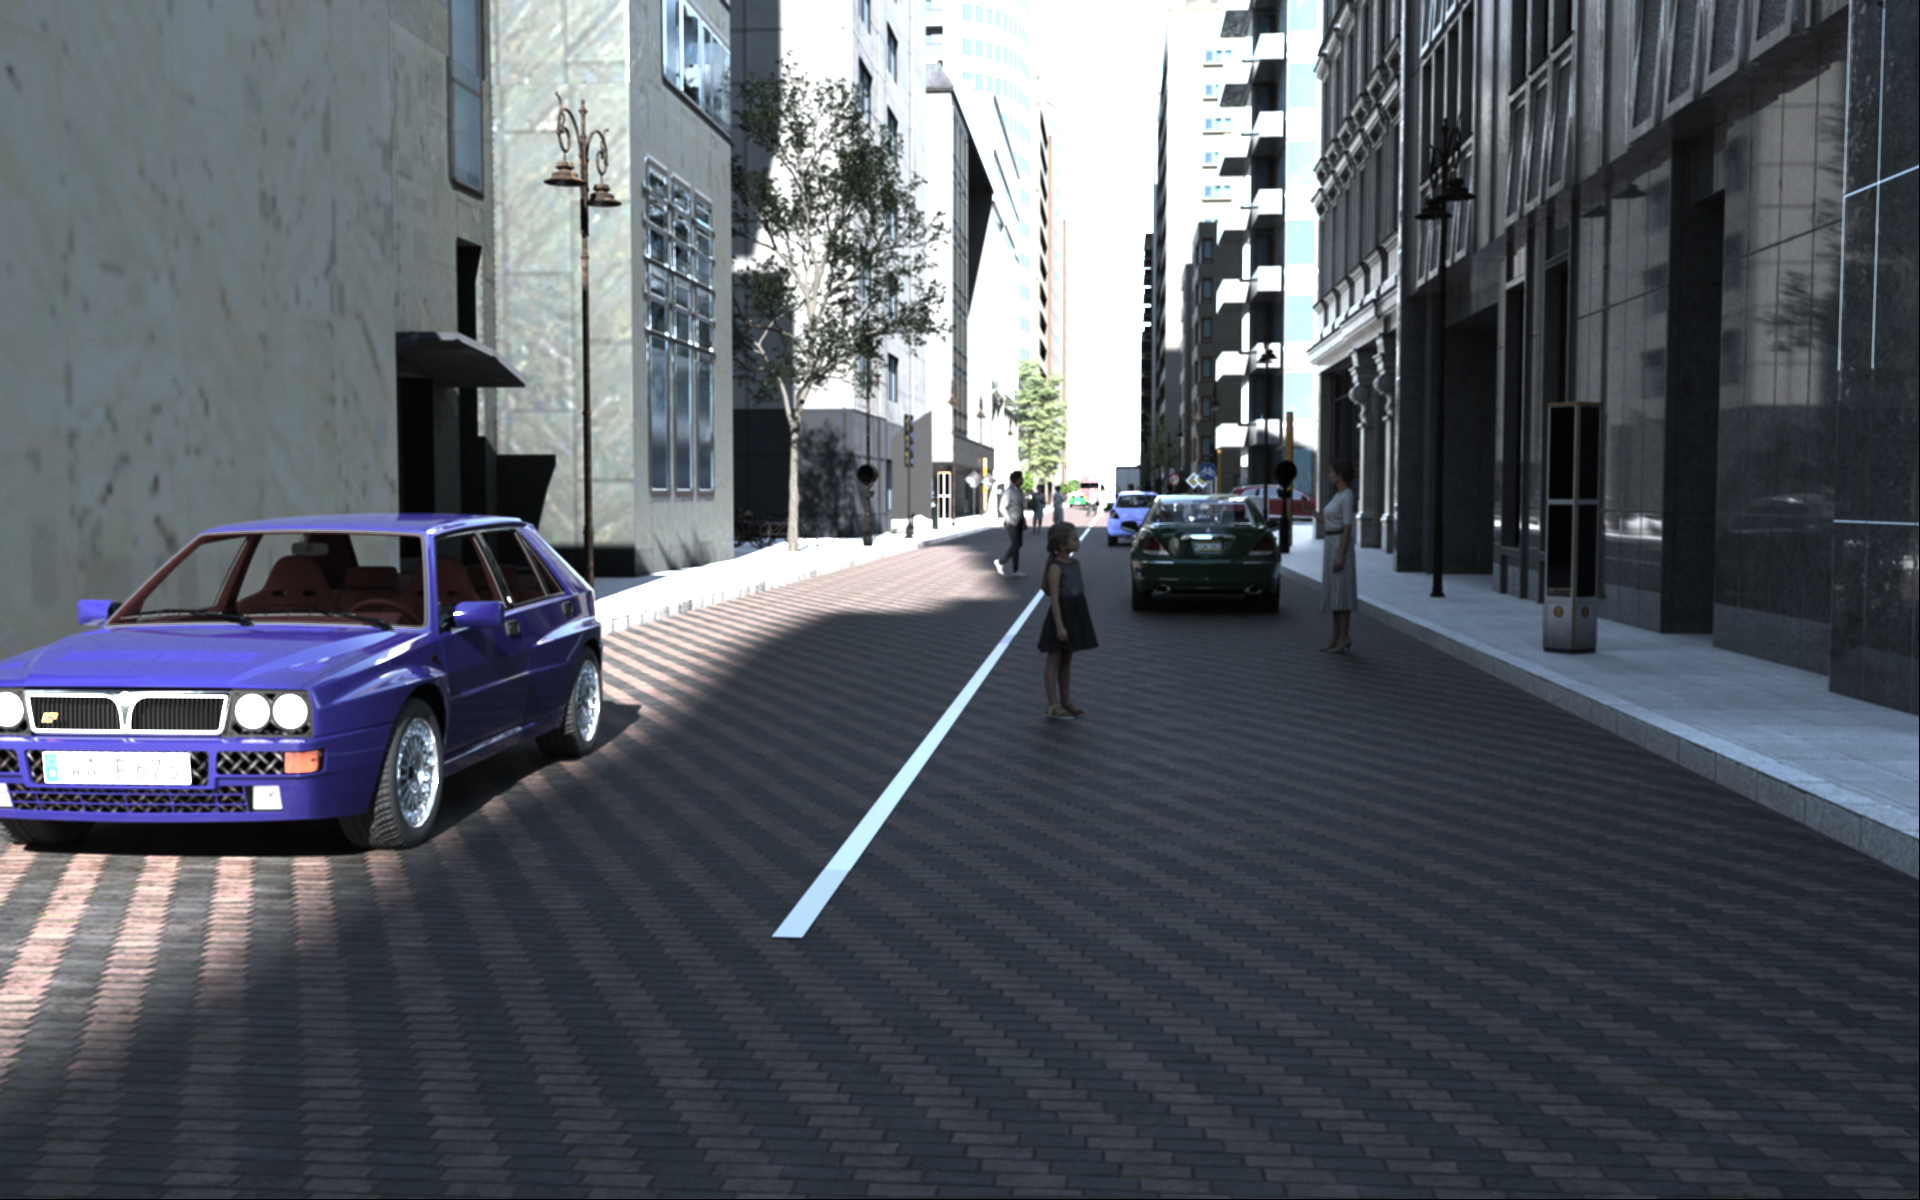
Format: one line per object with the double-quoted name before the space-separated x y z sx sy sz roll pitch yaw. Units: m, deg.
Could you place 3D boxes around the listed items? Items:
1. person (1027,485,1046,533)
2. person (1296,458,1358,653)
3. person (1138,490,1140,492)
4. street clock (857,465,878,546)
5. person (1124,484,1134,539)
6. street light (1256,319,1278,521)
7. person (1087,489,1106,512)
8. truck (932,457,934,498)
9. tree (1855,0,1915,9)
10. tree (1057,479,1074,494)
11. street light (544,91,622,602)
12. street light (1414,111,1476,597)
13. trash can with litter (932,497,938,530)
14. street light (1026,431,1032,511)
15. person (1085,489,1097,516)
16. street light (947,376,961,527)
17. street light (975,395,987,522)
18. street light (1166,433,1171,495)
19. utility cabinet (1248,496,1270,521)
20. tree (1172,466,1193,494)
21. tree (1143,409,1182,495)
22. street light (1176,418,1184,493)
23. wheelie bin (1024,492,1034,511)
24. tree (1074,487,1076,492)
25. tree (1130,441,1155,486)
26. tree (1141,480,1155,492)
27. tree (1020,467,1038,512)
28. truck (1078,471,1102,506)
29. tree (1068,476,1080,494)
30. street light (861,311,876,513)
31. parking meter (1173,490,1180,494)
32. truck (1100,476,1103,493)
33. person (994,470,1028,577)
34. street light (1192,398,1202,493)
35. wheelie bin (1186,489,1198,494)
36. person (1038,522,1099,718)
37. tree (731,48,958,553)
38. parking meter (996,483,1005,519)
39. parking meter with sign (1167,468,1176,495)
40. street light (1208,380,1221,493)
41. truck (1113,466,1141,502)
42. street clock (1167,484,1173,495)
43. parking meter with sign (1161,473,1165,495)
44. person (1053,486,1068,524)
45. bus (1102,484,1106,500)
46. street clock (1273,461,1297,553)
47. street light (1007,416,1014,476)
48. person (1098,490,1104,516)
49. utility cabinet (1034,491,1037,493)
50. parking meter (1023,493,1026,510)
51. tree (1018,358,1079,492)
"person" 2.796 -3.352 63.667 0.716 1.782 0.532 0 4 4
"person" 3.349 -0.406 15.716 0.524 1.755 0.480 0 4 -3
"person" 15.554 -8.662 150.463 0.374 1.781 0.599 1 4 14
"street clock" -2.271 -2.324 42.567 0.471 2.002 0.358 1 4 21
"person" 5.311 -2.803 54.900 0.524 1.755 0.480 -2 4 -27
"street light" 8.112 -4.470 45.875 0.468 5.910 1.993 0 4 5
"person" 10.666 -7.719 134.925 1.509 1.804 0.699 0 4 -8
"truck" -9.880 -5.240 75.428 18.799 4.110 2.967 0 4 4
"tree" 5.202 -4.292 4.582 8.767 10.594 7.601 0 4 5
"tree" 13.214 -14.049 224.293 1.663 3.219 1.824 0 3 0
"street light" -4.416 -2.916 20.463 0.468 5.910 1.993 0 4 5
"street light" 5.967 -2.977 21.468 0.468 5.910 1.993 0 4 5
"trash can with litter" -1.013 -3.095 61.995 0.624 1.170 1.055 -2 4 -25
"street light" 5.105 -9.448 127.260 0.468 5.910 1.993 0 4 5
"person" 8.453 -6.276 111.512 0.834 1.777 0.661 2 4 34
"street light" -0.239 -5.822 67.982 0.468 5.910 1.993 0 4 5
"street light" 0.967 -6.534 79.619 0.468 5.910 1.993 0 4 5
"street light" 15.573 -9.563 129.146 0.468 5.910 1.993 0 4 5
"utility cabinet" 9.394 -2.669 54.804 0.306 1.237 1.020 -1 4 -21
"tree" 13.959 -7.013 109.257 1.663 3.219 1.824 0 3 0
"tree" 17.492 -12.061 147.554 4.737 8.622 4.395 0 3 0
"street light" 13.422 -8.126 105.647 0.468 5.910 1.993 0 4 5
"wheelie bin" 5.357 -7.621 132.509 0.693 1.594 0.980 -1 4 -23
"tree" 15.768 -15.603 249.705 1.663 3.219 1.824 0 3 0
"tree" 25.482 -17.585 237.883 4.360 8.622 3.978 0 3 0
"tree" 22.810 -13.251 211.249 1.663 3.219 1.824 0 3 0
"tree" 4.741 -7.899 123.745 1.663 3.219 1.824 0 3 0
"truck" 16.242 -13.898 216.150 2.839 4.237 11.283 0 4 5
"tree" 20.201 -19.768 306.915 4.285 4.588 4.351 0 3 0
"street light" -2.333 -4.354 43.969 0.468 5.910 1.993 0 4 5
"parking meter" 12.842 -5.768 102.716 0.372 1.533 0.369 0 3 0
"truck" 21.302 -17.536 275.632 2.839 4.237 11.283 0 4 3
"person" 0.878 -1.337 30.210 0.795 1.843 0.661 2 4 34
"street light" 11.219 -6.689 82.152 0.468 5.910 1.993 0 4 5
"wheelie bin" 13.807 -5.814 102.964 0.693 1.594 0.980 -3 5 -39
"person" 0.705 0.122 11.177 0.373 1.253 0.362 3 5 40
"tree" -3.784 -6.295 37.342 8.767 10.594 7.601 1 4 17
"parking meter" 2.122 -5.200 90.738 0.399 1.863 0.255 2 4 28
"parking meter with sign" 14.443 -7.267 115.074 0.543 3.016 1.738 -1 4 -21
"street light" 10.307 -5.957 70.179 0.468 5.910 1.993 0 4 5
"truck" 17.191 -11.575 178.159 2.839 4.237 11.283 0 4 4
"street clock" 15.094 -7.305 124.006 0.471 2.002 0.358 3 4 38
"parking meter with sign" 17.579 -9.003 143.458 1.738 3.016 0.543 -1 4 -20
"person" 3.774 -3.445 65.401 0.480 1.755 0.524 2 4 30
"bus" 23.799 -18.652 299.813 2.948 3.499 13.247 0 4 5
"street clock" 7.041 -2.020 37.597 0.471 2.002 0.358 -1 4 -11
"street light" 2.998 -7.972 103.128 0.468 5.910 1.993 0 4 5
"person" 9.349 -6.452 114.827 0.643 1.720 0.563 -2 4 -24
"utility cabinet" 6.207 -8.538 148.269 0.318 1.500 1.173 -2 4 -34
"parking meter" 5.074 -7.873 137.126 0.372 1.533 0.369 0 3 0
"tree" 5.982 -13.854 144.639 7.486 12.596 7.792 0 3 0
